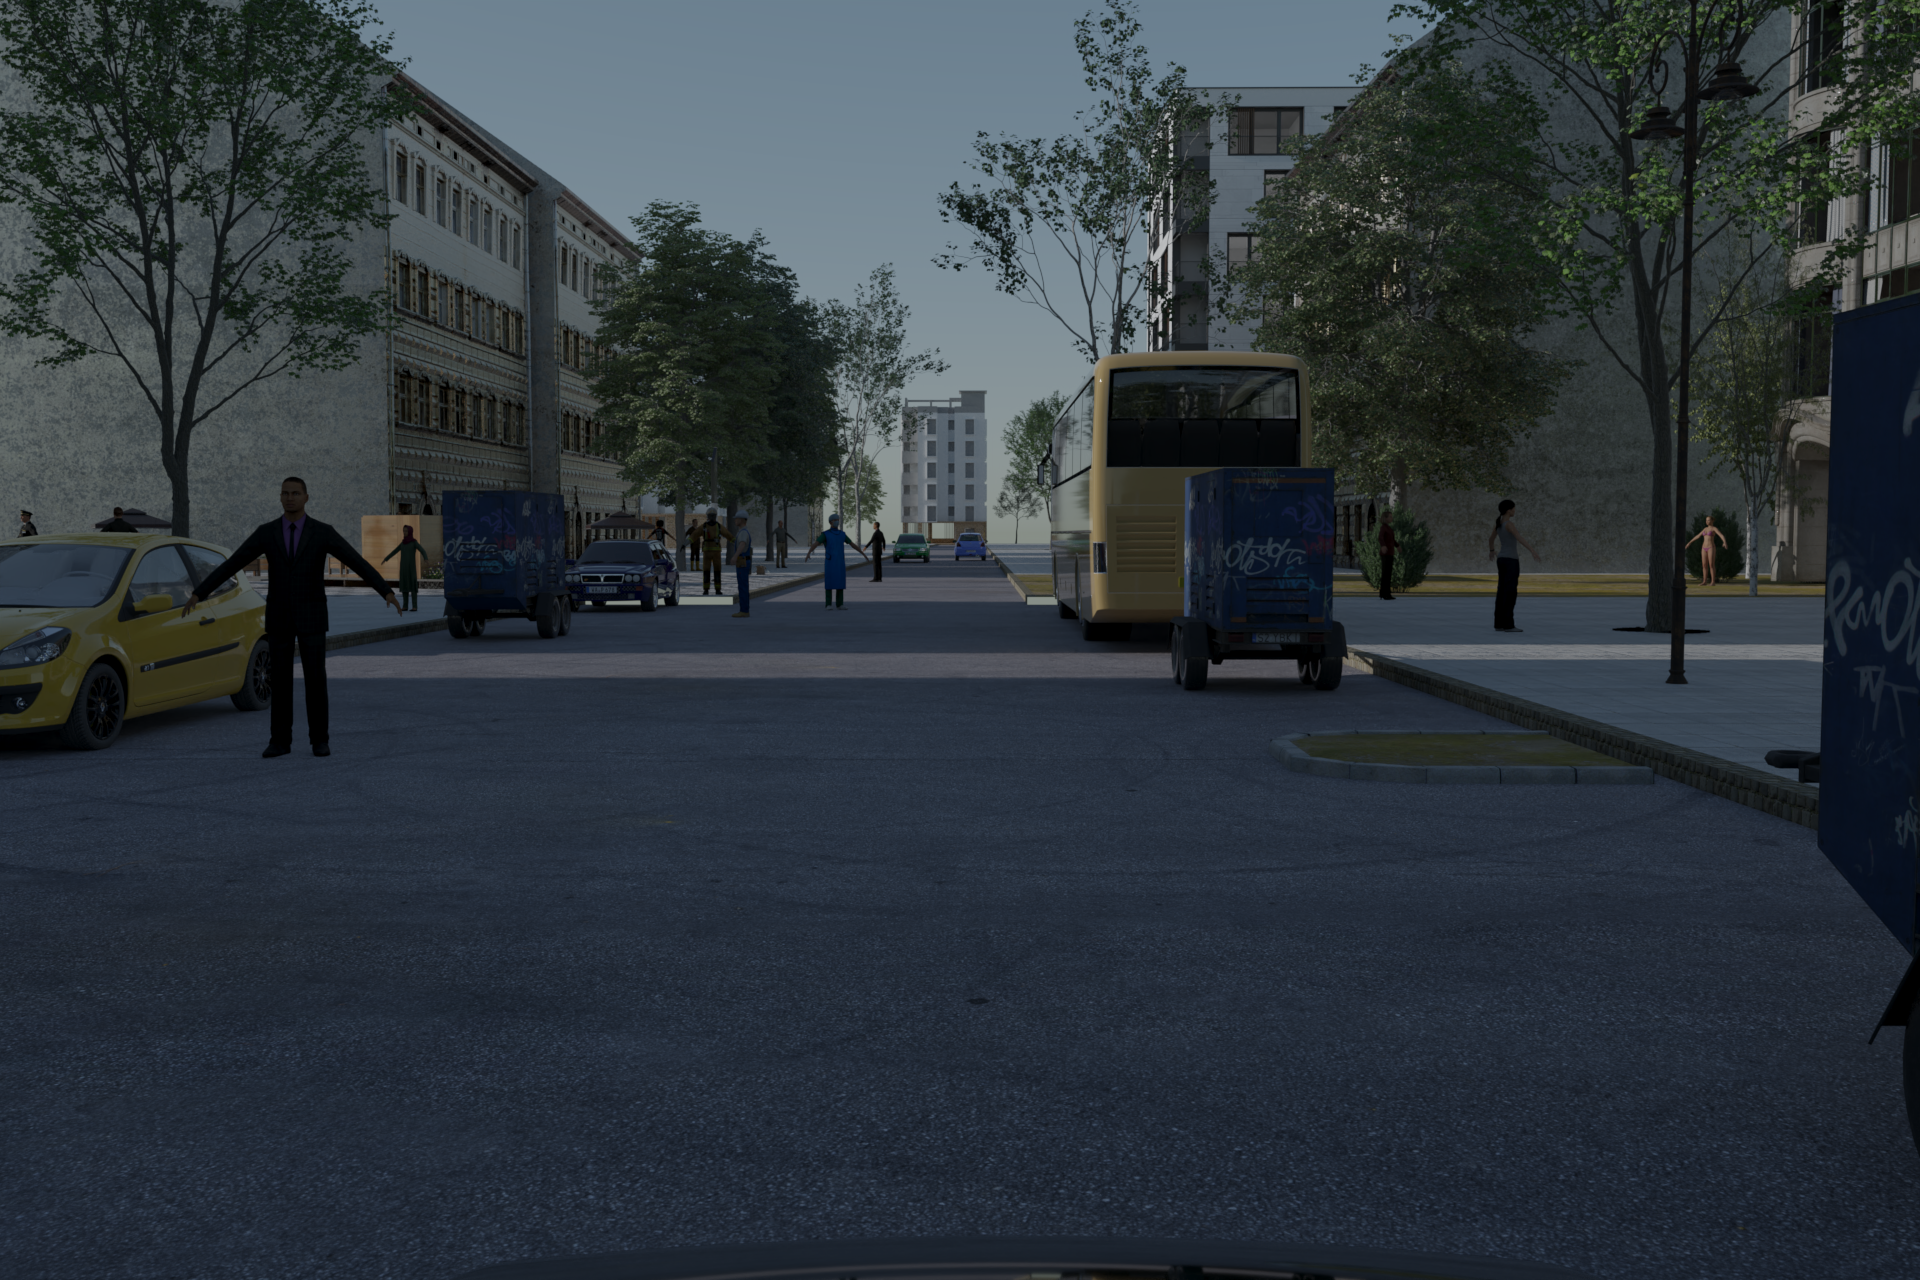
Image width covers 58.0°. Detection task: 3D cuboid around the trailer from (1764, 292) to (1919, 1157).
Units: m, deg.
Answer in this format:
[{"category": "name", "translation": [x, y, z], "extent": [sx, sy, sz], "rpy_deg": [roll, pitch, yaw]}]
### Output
[{"category": "trailer", "translation": [2.742, 0.197, 3.821], "extent": [1.471, 1.999, 3.904], "rpy_deg": [0, 3, 0]}]

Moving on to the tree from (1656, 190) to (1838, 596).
[{"category": "tree", "translation": [16.635, -5.228, 35.840], "extent": [4.360, 8.622, 3.978], "rpy_deg": [0, 3, 0]}]

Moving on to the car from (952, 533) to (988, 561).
[{"category": "car", "translation": [0.559, -5.184, 94.344], "extent": [1.945, 1.707, 3.694], "rpy_deg": [0, 4, -1]}]

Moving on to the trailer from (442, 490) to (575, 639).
[{"category": "trailer", "translation": [-6.259, -0.996, 23.337], "extent": [1.471, 1.999, 3.904], "rpy_deg": [0, 4, 1]}]

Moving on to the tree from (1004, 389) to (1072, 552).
[{"category": "tree", "translation": [7.101, -12.072, 123.135], "extent": [9.928, 11.665, 9.643], "rpy_deg": [0, 3, 0]}]

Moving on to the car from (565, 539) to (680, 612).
[{"category": "car", "translation": [-6.478, -1.263, 33.222], "extent": [1.945, 1.354, 3.894], "rpy_deg": [0, 3, 0]}]

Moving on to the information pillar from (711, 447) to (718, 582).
[{"category": "information pillar", "translation": [-6.603, -3.379, 46.606], "extent": [0.183, 3.616, 0.504], "rpy_deg": [0, 4, 2]}]

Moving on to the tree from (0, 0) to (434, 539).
[{"category": "tree", "translation": [-12.180, -6.180, 26.807], "extent": [9.928, 11.665, 9.643], "rpy_deg": [0, 3, 0]}]

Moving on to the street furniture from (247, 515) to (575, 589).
[{"category": "street furniture", "translation": [-11.964, -2.282, 44.168], "extent": [9.812, 1.723, 11.010], "rpy_deg": [2, 4, 29]}]

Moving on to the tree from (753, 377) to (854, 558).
[{"category": "tree", "translation": [-9.056, -9.639, 92.006], "extent": [8.767, 10.594, 7.601], "rpy_deg": [3, 4, 37]}]

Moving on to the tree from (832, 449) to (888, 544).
[{"category": "tree", "translation": [-13.343, -19.109, 230.553], "extent": [7.486, 12.596, 7.792], "rpy_deg": [0, 3, 0]}]

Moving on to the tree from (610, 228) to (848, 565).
[{"category": "tree", "translation": [-9.471, -10.057, 71.094], "extent": [9.857, 13.997, 8.962], "rpy_deg": [0, 3, 0]}]

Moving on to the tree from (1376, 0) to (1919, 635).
[{"category": "tree", "translation": [9.032, -5.910, 22.383], "extent": [9.928, 11.665, 9.643], "rpy_deg": [0, 3, 0]}]

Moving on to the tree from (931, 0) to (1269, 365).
[{"category": "tree", "translation": [4.962, -12.714, 63.769], "extent": [12.611, 20.169, 13.585], "rpy_deg": [0, 3, 0]}]

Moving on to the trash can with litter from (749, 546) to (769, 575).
[{"category": "trash can with litter", "translation": [-6.551, -2.643, 54.606], "extent": [1.055, 1.170, 0.624], "rpy_deg": [0, 4, 0]}]

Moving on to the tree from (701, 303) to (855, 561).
[{"category": "tree", "translation": [-8.633, -10.004, 81.700], "extent": [7.486, 12.596, 7.792], "rpy_deg": [0, 3, 0]}]

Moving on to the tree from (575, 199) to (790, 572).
[{"category": "tree", "translation": [-9.505, -8.651, 59.569], "extent": [7.486, 12.596, 7.792], "rpy_deg": [0, 3, 0]}]

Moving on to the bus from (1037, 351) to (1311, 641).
[{"category": "bus", "translation": [2.843, -2.112, 26.079], "extent": [2.896, 3.916, 12.252], "rpy_deg": [0, 4, 0]}]

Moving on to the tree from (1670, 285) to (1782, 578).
[{"category": "tree", "translation": [22.654, -6.081, 49.781], "extent": [4.737, 8.622, 4.395], "rpy_deg": [0, 3, 0]}]

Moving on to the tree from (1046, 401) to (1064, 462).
[{"category": "tree", "translation": [5.927, -8.596, 90.913], "extent": [4.360, 8.622, 3.978], "rpy_deg": [0, 3, 0]}]

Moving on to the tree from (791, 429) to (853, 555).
[{"category": "tree", "translation": [-9.254, -9.542, 106.370], "extent": [4.360, 8.622, 3.978], "rpy_deg": [0, 3, 0]}]

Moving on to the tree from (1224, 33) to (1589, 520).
[{"category": "tree", "translation": [11.743, -8.525, 46.043], "extent": [9.857, 13.997, 8.962], "rpy_deg": [0, 3, 0]}]

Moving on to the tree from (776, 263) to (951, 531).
[{"category": "tree", "translation": [-7.447, -16.205, 120.836], "extent": [12.611, 20.169, 13.585], "rpy_deg": [0, 3, 0]}]

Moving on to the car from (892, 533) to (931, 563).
[{"category": "car", "translation": [-2.434, -4.793, 87.168], "extent": [1.959, 1.807, 4.718], "rpy_deg": [0, 4, 0]}]

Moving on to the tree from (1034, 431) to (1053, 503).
[{"category": "tree", "translation": [6.899, -9.627, 107.764], "extent": [4.737, 8.622, 4.395], "rpy_deg": [0, 3, 0]}]

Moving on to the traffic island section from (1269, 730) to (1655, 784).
[{"category": "traffic island section", "translation": [3.006, 0.730, 10.930], "extent": [1.991, 0.108, 1.994], "rpy_deg": [0, 4, 1]}]

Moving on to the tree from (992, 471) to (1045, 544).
[{"category": "tree", "translation": [7.867, -18.200, 231.985], "extent": [7.601, 10.594, 8.767], "rpy_deg": [0, 4, -1]}]

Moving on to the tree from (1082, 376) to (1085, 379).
[{"category": "tree", "translation": [6.962, -7.631, 75.125], "extent": [4.737, 8.622, 4.395], "rpy_deg": [0, 3, 0]}]

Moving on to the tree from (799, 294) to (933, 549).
[{"category": "tree", "translation": [-8.514, -17.310, 138.906], "extent": [12.611, 20.169, 13.585], "rpy_deg": [0, 3, 0]}]

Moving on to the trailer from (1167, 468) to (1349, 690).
[{"category": "trailer", "translation": [2.758, -0.602, 16.899], "extent": [1.471, 1.999, 3.904], "rpy_deg": [0, 4, 0]}]

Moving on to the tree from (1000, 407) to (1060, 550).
[{"category": "tree", "translation": [7.282, -13.039, 138.935], "extent": [9.928, 11.665, 9.643], "rpy_deg": [0, 3, 0]}]
